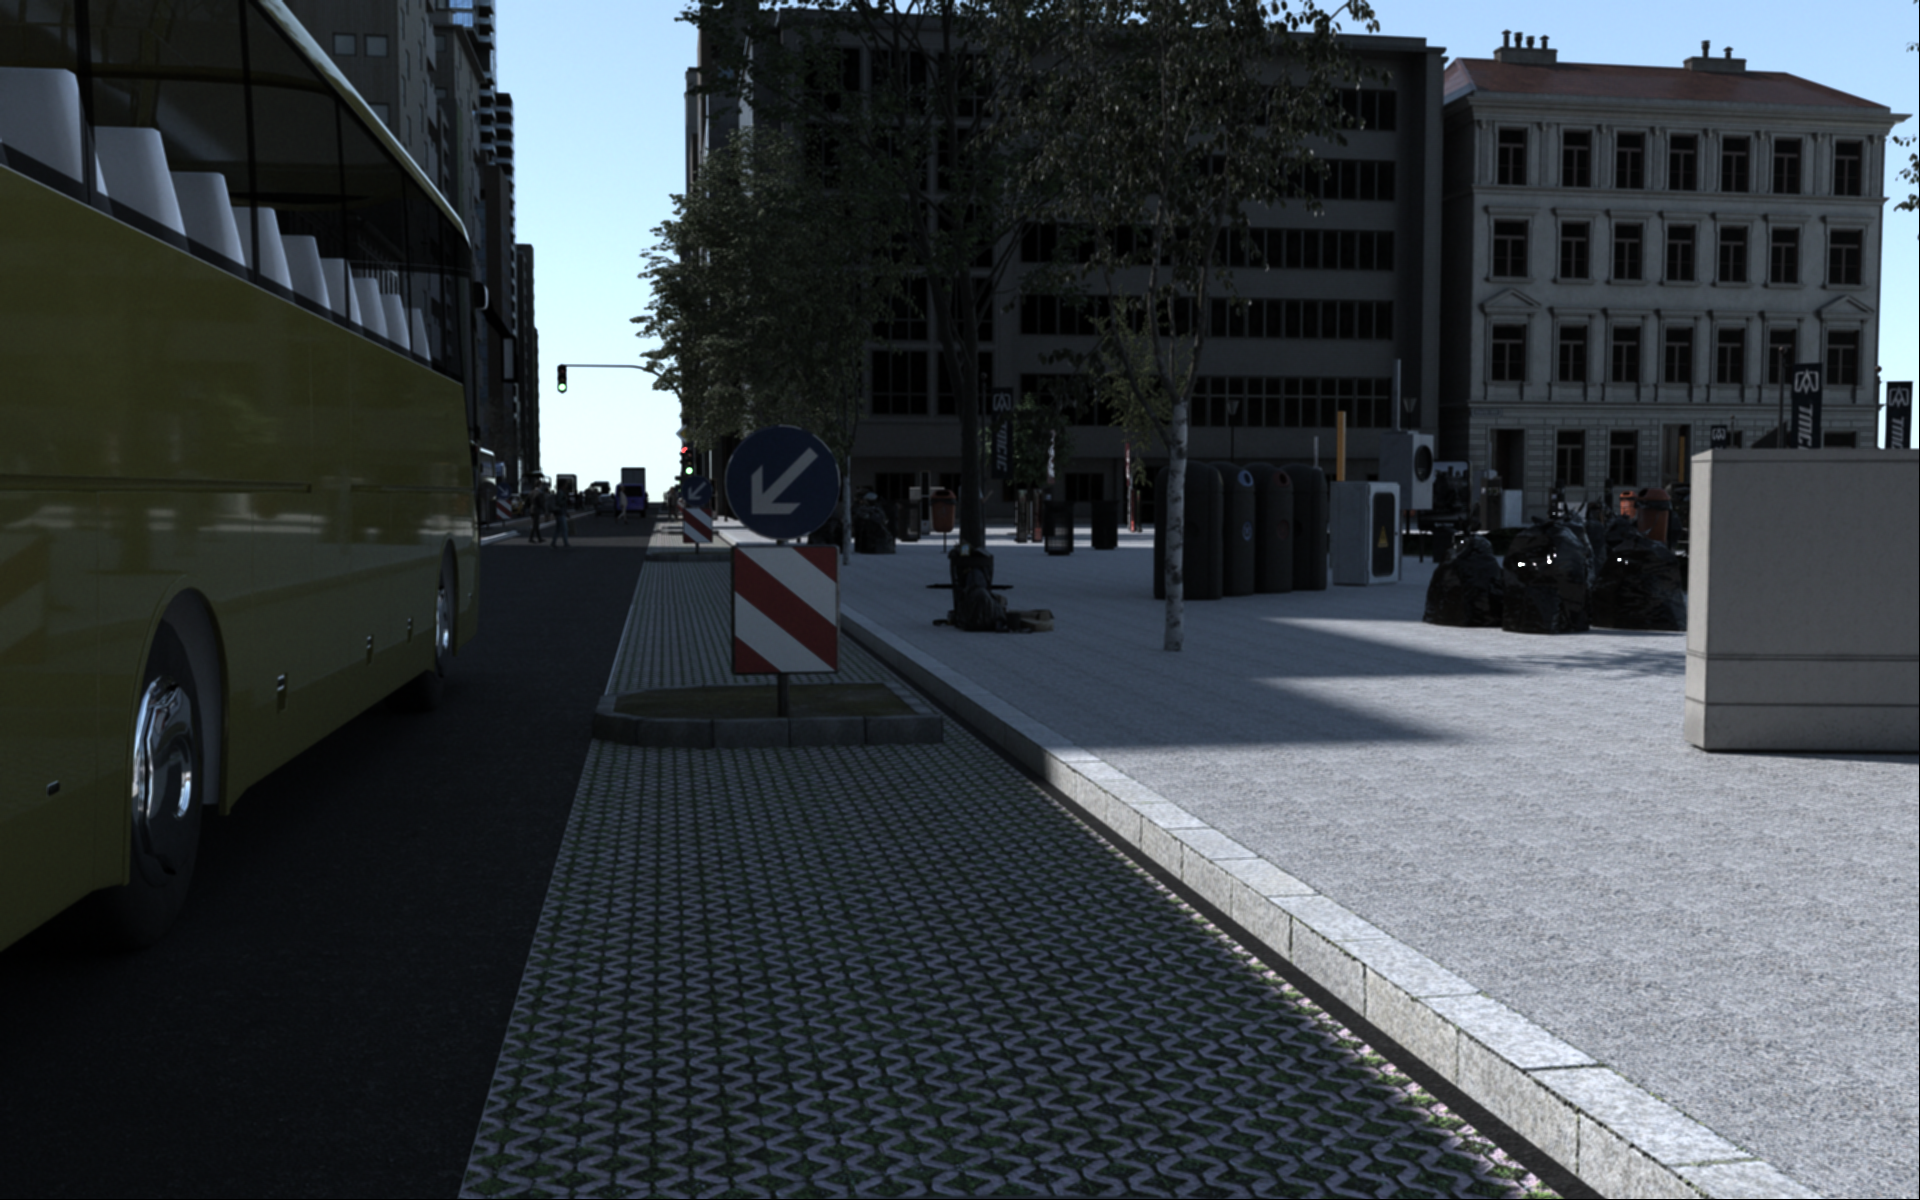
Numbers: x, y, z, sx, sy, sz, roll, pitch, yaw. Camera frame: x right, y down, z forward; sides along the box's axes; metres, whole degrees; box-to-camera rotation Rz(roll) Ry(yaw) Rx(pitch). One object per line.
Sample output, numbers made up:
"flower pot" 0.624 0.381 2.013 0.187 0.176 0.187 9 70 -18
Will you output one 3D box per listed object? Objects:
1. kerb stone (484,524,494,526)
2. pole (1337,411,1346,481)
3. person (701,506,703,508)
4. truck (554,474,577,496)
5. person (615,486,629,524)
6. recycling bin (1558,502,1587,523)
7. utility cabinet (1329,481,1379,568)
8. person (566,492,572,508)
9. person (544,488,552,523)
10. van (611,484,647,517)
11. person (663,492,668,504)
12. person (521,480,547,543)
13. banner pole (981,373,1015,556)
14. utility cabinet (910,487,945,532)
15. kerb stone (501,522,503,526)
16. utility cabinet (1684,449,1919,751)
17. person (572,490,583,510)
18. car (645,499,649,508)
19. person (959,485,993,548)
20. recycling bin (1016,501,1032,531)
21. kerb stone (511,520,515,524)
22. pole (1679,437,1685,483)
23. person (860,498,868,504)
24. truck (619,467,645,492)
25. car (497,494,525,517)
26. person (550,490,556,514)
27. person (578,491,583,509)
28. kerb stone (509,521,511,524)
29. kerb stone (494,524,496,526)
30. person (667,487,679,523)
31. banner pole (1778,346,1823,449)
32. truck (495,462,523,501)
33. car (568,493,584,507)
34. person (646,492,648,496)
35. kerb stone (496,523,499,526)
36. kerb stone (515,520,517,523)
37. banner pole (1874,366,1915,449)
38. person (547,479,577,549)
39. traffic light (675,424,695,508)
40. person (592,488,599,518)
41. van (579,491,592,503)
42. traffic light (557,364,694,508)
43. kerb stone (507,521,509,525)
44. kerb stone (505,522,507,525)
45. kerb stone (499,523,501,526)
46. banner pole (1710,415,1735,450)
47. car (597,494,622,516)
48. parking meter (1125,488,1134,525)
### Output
"kerb stone" -19.581 -3.039 71.949 0.120 0.150 1.000 -1 4 -10
"pole" 9.399 -2.990 42.735 0.158 3.312 0.155 0 3 0
"person" -22.276 -8.697 148.773 0.617 1.759 0.750 -1 4 -16
"truck" -56.092 -15.775 246.840 2.839 4.237 11.283 -1 4 -10
"person" -16.191 -4.554 82.843 0.818 1.842 0.514 -3 4 -37
"recycling bin" 18.532 -2.437 52.405 0.722 1.027 0.722 2 4 28
"utility cabinet" 6.940 -1.282 29.640 1.173 1.500 0.318 2 4 24
"person" -41.090 -10.525 182.057 0.593 1.643 0.415 -1 4 -18
"person" -20.227 -4.660 85.268 0.480 1.755 0.524 2 4 35
"van" -20.655 -6.355 108.284 2.240 2.365 5.245 -1 4 -12
"person" -41.911 -14.514 246.481 1.217 1.739 0.721 3 5 43
"person" -12.350 -2.590 50.627 0.659 1.850 0.755 3 4 39
"banner pole" 0.714 -2.799 35.783 0.863 3.779 0.401 1 4 13
"utility cabinet" -1.103 -3.019 58.046 1.173 1.500 0.318 0 4 -2
"kerb stone" -20.274 -3.286 75.987 0.120 0.150 1.000 -1 4 -10
"utility cabinet" 4.277 0.002 8.639 1.173 1.500 0.318 0 4 4
"person" -34.647 -9.058 156.614 1.348 1.822 0.705 2 4 35
"car" -32.379 -9.934 175.006 1.945 1.354 3.894 -1 4 -10
"person" 0.244 -1.367 28.961 0.480 1.755 0.524 2 4 33
"recycling bin" 2.412 -2.944 60.692 0.722 1.027 0.722 -1 4 -15
"kerb stone" -21.313 -3.661 82.055 0.120 0.150 1.000 -1 4 -10
"pole" 25.623 -4.140 61.525 0.158 3.312 0.155 0 3 0
"person" -3.068 -2.578 53.699 0.738 1.151 1.012 0 4 -4
"truck" -35.539 -12.189 188.195 2.839 4.237 11.283 -1 4 -11
"car" -28.871 -6.159 110.929 2.015 1.641 3.980 -1 4 -9
"person" -29.210 -7.028 124.252 0.563 1.720 0.643 1 4 14
"person" -35.684 -9.396 163.043 0.541 1.710 0.530 2 4 30
"kerb stone" -20.966 -3.537 80.033 0.120 0.150 1.000 -1 4 -10
"kerb stone" -19.755 -3.104 72.956 0.120 0.150 1.000 -1 4 -10
"person" -14.191 -4.721 85.864 0.709 1.800 0.728 1 4 19
"banner pole" 14.118 -2.403 29.304 0.863 3.779 0.401 3 4 37
"truck" -40.221 -9.858 150.941 2.967 4.110 18.799 -1 4 -9
"car" -41.490 -10.834 186.176 2.155 1.783 4.494 -1 4 -10
"person" -47.713 -15.587 263.428 0.705 1.814 1.350 1 4 17
"kerb stone" -19.926 -3.167 73.969 0.120 0.150 1.000 -1 4 -10
"kerb stone" -21.480 -3.724 83.074 0.120 0.150 1.000 -1 4 -10
"banner pole" 18.150 -2.682 33.872 0.863 3.779 0.401 1 4 12
"person" -10.219 -2.204 44.515 0.713 1.824 0.794 0 4 4
"traffic light" -10.996 -4.921 69.385 0.839 4.253 0.868 -1 4 -10
"person" -21.462 -5.690 101.709 0.526 1.800 0.537 2 4 24
"van" -51.064 -13.958 235.230 2.013 2.044 4.112 -1 4 -11
"traffic light" -11.699 -5.282 61.023 4.771 5.953 1.251 -1 4 -10
"kerb stone" -20.791 -3.476 79.025 0.120 0.150 1.000 -1 4 -10
"kerb stone" -20.617 -3.412 78.018 0.120 0.150 1.000 -1 4 -10
"kerb stone" -20.100 -3.226 74.976 0.120 0.150 1.000 -1 4 -10
"banner pole" 24.250 -3.976 55.022 0.863 3.779 0.401 2 4 26
"car" -23.557 -6.389 116.456 2.014 1.417 4.499 -1 4 -10
"parking meter" 7.021 -3.865 71.602 0.372 1.533 0.369 0 3 0
